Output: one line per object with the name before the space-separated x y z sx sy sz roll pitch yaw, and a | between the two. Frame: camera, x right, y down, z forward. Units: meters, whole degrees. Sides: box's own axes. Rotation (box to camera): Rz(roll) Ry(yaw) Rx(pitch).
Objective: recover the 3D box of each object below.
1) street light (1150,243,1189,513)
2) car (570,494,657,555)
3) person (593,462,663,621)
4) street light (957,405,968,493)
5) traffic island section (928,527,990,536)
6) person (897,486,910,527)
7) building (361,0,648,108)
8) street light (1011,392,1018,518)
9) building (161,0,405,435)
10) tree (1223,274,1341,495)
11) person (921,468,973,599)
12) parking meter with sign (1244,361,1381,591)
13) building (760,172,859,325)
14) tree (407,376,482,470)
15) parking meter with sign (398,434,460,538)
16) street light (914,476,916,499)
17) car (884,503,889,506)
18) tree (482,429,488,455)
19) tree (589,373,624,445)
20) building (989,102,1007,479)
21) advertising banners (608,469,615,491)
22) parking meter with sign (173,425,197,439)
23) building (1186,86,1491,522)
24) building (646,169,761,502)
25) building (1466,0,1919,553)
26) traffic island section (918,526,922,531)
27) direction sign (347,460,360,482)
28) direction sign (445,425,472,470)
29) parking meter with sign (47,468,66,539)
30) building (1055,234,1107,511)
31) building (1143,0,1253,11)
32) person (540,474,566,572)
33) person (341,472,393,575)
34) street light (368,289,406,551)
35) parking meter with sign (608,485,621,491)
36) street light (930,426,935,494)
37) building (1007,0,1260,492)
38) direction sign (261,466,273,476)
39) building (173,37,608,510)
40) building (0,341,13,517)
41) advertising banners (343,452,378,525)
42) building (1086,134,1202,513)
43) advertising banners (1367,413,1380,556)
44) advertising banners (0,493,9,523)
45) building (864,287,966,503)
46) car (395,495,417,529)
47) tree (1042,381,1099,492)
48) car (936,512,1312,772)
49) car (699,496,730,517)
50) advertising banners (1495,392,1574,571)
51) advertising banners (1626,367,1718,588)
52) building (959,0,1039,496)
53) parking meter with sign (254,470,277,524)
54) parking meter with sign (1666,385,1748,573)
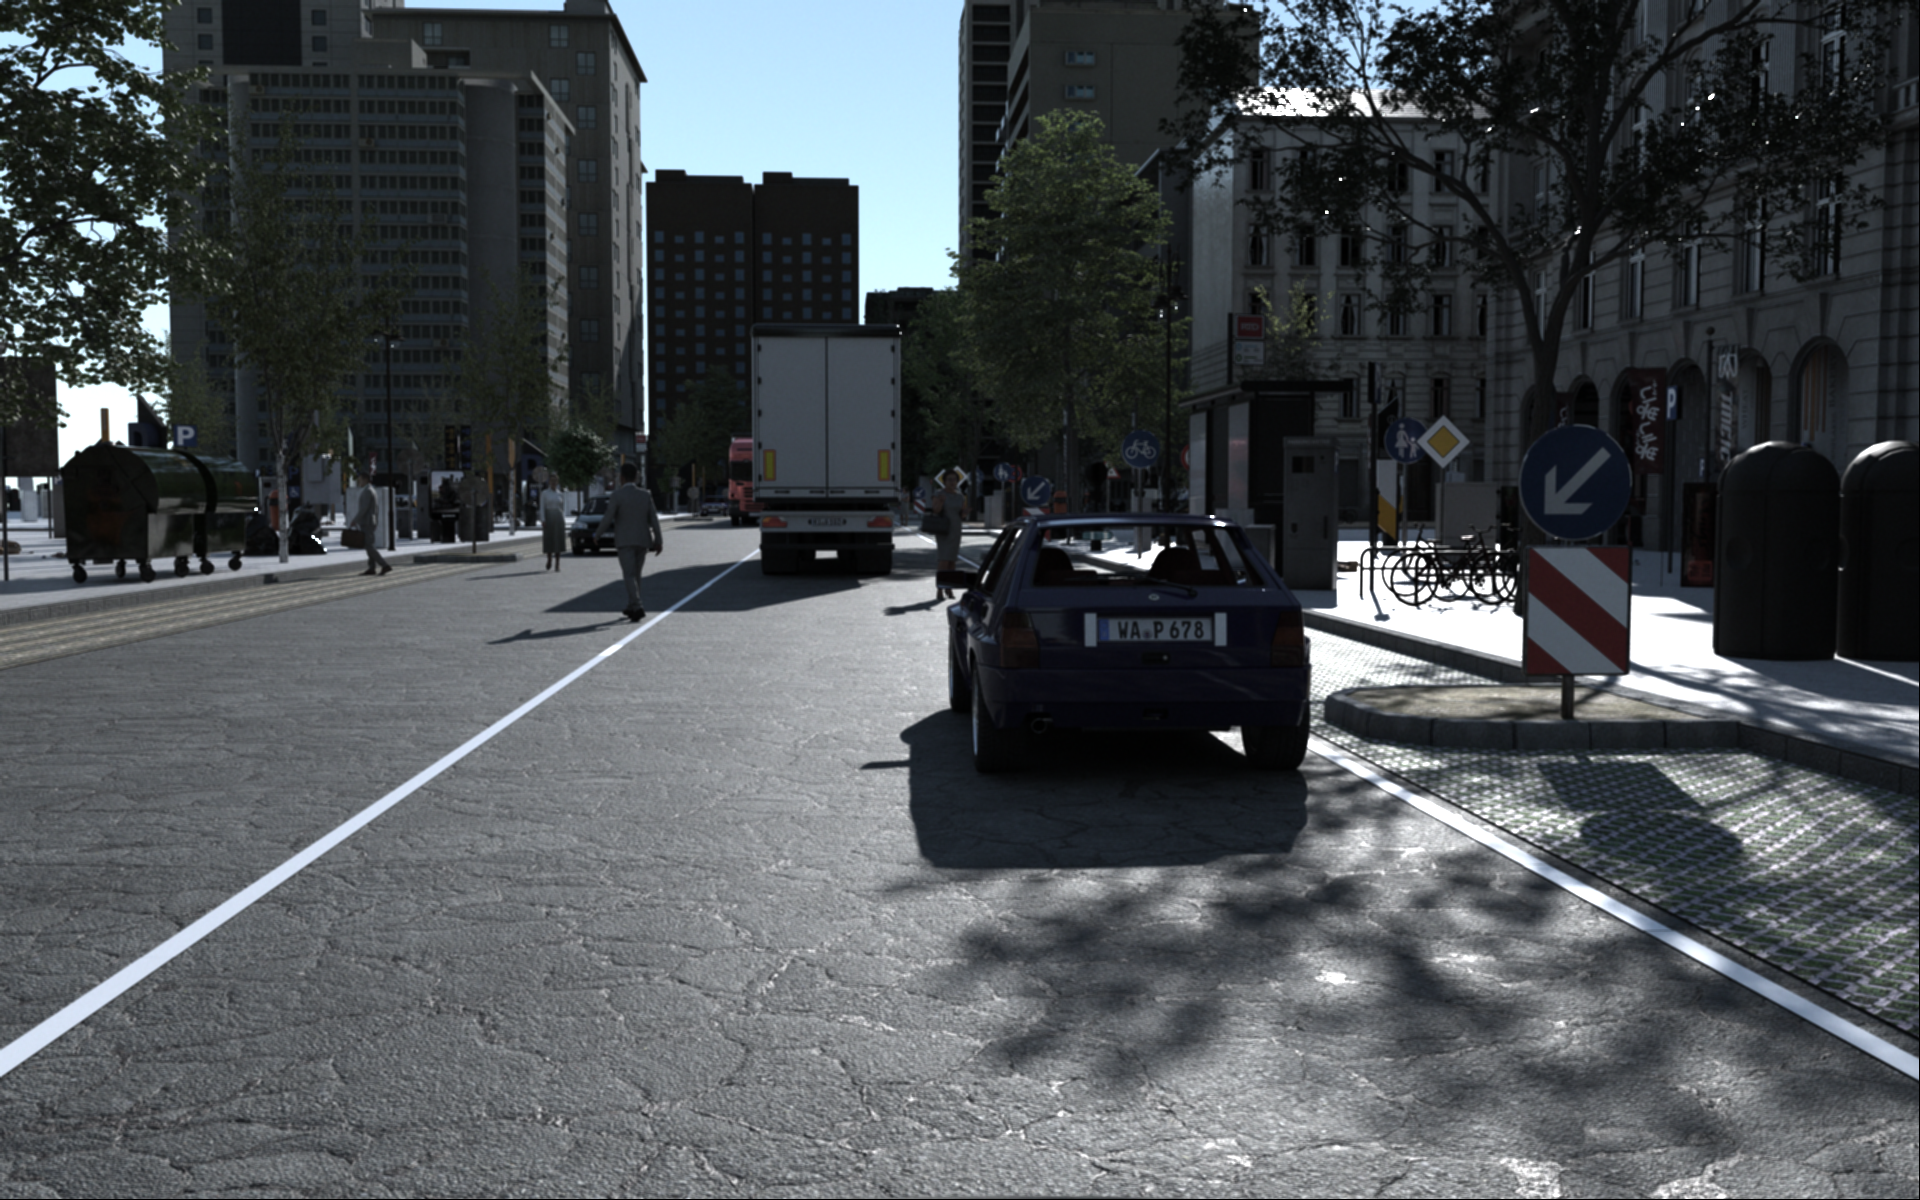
street light | 3.861 -3.628 32.111 0.468 5.910 1.993 0 4 -4
car | -8.372 -1.981 42.178 2.009 1.686 4.222 0 4 -3
person | -3.755 -0.671 19.753 0.678 1.792 0.850 -2 4 -35
street light | 0.117 -7.026 87.656 0.468 5.910 1.993 0 4 -4
traffic island section | -0.075 -2.334 60.443 2.009 0.180 2.903 0 4 -4
person | -2.554 -4.115 76.139 0.532 1.782 0.716 -3 5 -42
building | -49.513 -36.757 190.217 27.495 52.752 28.713 0 4 -4
street light | 1.950 -5.327 59.879 0.468 5.910 1.993 0 4 -4
building | -73.816 -46.132 192.516 20.611 71.187 20.563 0 4 -4
tree | 10.891 -6.622 58.635 4.360 8.622 3.978 0 3 0
person | -0.186 -0.901 23.587 0.716 1.782 0.532 -2 4 -29
parking meter with sign | 4.713 -1.652 23.264 1.738 3.016 0.543 1 4 22
building | -21.356 -36.311 243.798 14.200 45.320 14.600 0 4 -4
tree | -32.675 -9.571 106.854 4.360 8.622 3.978 0 3 0
parking meter with sign | -15.491 -3.317 50.494 1.738 3.016 0.543 -1 4 -10
street light | -3.707 -10.364 142.233 0.468 5.910 1.993 0 4 -4
car | -4.125 -3.834 74.491 2.131 1.459 4.920 0 4 -3
tree | -36.748 -10.818 127.244 4.360 8.622 3.978 0 3 0
tree | -22.224 -9.407 104.164 4.737 8.622 4.395 0 3 0
building | 15.802 -35.140 194.155 23.786 49.044 30.456 0 4 -4
advertising banners | -18.161 -5.955 93.549 2.074 3.025 0.090 0 4 7
parking meter with sign | -19.902 -2.950 44.499 0.543 3.016 1.738 -2 4 -26
building | 21.006 -14.421 84.930 18.267 20.994 9.793 0 4 -4
building | -35.752 -36.206 242.085 14.200 45.320 14.600 0 4 -4
building | 21.444 -11.957 37.303 13.314 21.916 24.055 0 4 -4
traffic island section | -0.618 -2.821 68.409 2.009 0.180 2.903 0 4 -4
direction sign | -40.384 -7.547 115.384 0.876 3.537 0.379 1 4 9
direction sign | -16.512 -3.979 57.058 0.876 3.537 0.379 0 4 3
parking meter with sign | -26.155 -3.328 50.677 0.543 3.016 1.738 0 4 5
building | 13.349 -18.694 134.524 11.050 23.489 19.941 0 4 -4
building | 31.487 -49.648 249.989 20.611 71.187 20.563 0 4 -4
person | -7.577 -1.434 32.178 0.478 1.798 0.641 -1 4 -19
person | -10.421 -1.334 30.432 0.853 1.813 0.709 -1 4 -14
street light | -12.892 -4.057 39.116 0.468 5.910 1.993 0 4 -4
parking meter with sign | -23.689 -7.589 120.345 1.738 3.016 0.543 1 4 17
street light | -1.790 -8.712 115.227 0.468 5.910 1.993 0 4 -4
building | 16.188 -33.300 168.157 21.300 48.544 21.600 0 4 -4
direction sign | -55.699 -9.003 139.196 0.876 3.537 0.379 -1 4 -18
building | -47.847 -28.142 152.008 32.217 40.220 23.993 0 4 -4
building | -35.261 -12.494 40.428 21.152 22.565 11.583 0 4 -4
advertising banners | -24.492 -4.567 70.850 0.090 3.025 2.074 1 4 22
building | 17.042 -17.777 109.728 14.314 24.678 30.058 0 4 -4
advertising banners | 8.798 -2.490 36.898 0.090 3.025 2.074 0 4 8
advertising banners | -43.259 -4.916 76.559 2.074 3.025 0.090 -2 4 -25
building | -6.466 -28.952 245.067 14.107 30.474 14.160 0 4 -4
car | -19.895 -3.130 63.175 4.499 1.417 2.014 0 4 -3
tree | 6.930 -9.717 109.233 4.737 8.622 4.395 0 3 0
car | 0.849 0.139 10.300 1.945 1.354 3.894 0 4 -3
car | -15.516 -5.950 109.859 1.945 1.354 3.894 0 4 -4
advertising banners | 9.744 -2.025 29.292 2.074 3.025 0.090 -3 4 -37
advertising banners | 10.209 -1.685 23.744 2.074 3.025 0.090 1 4 21
building | 10.643 -49.555 248.474 20.611 71.187 20.563 0 4 -4
parking meter with sign | -29.991 -4.821 75.081 1.738 3.016 0.543 -2 4 -28
parking meter with sign | 12.346 -1.938 27.952 1.738 3.016 0.543 0 4 5
